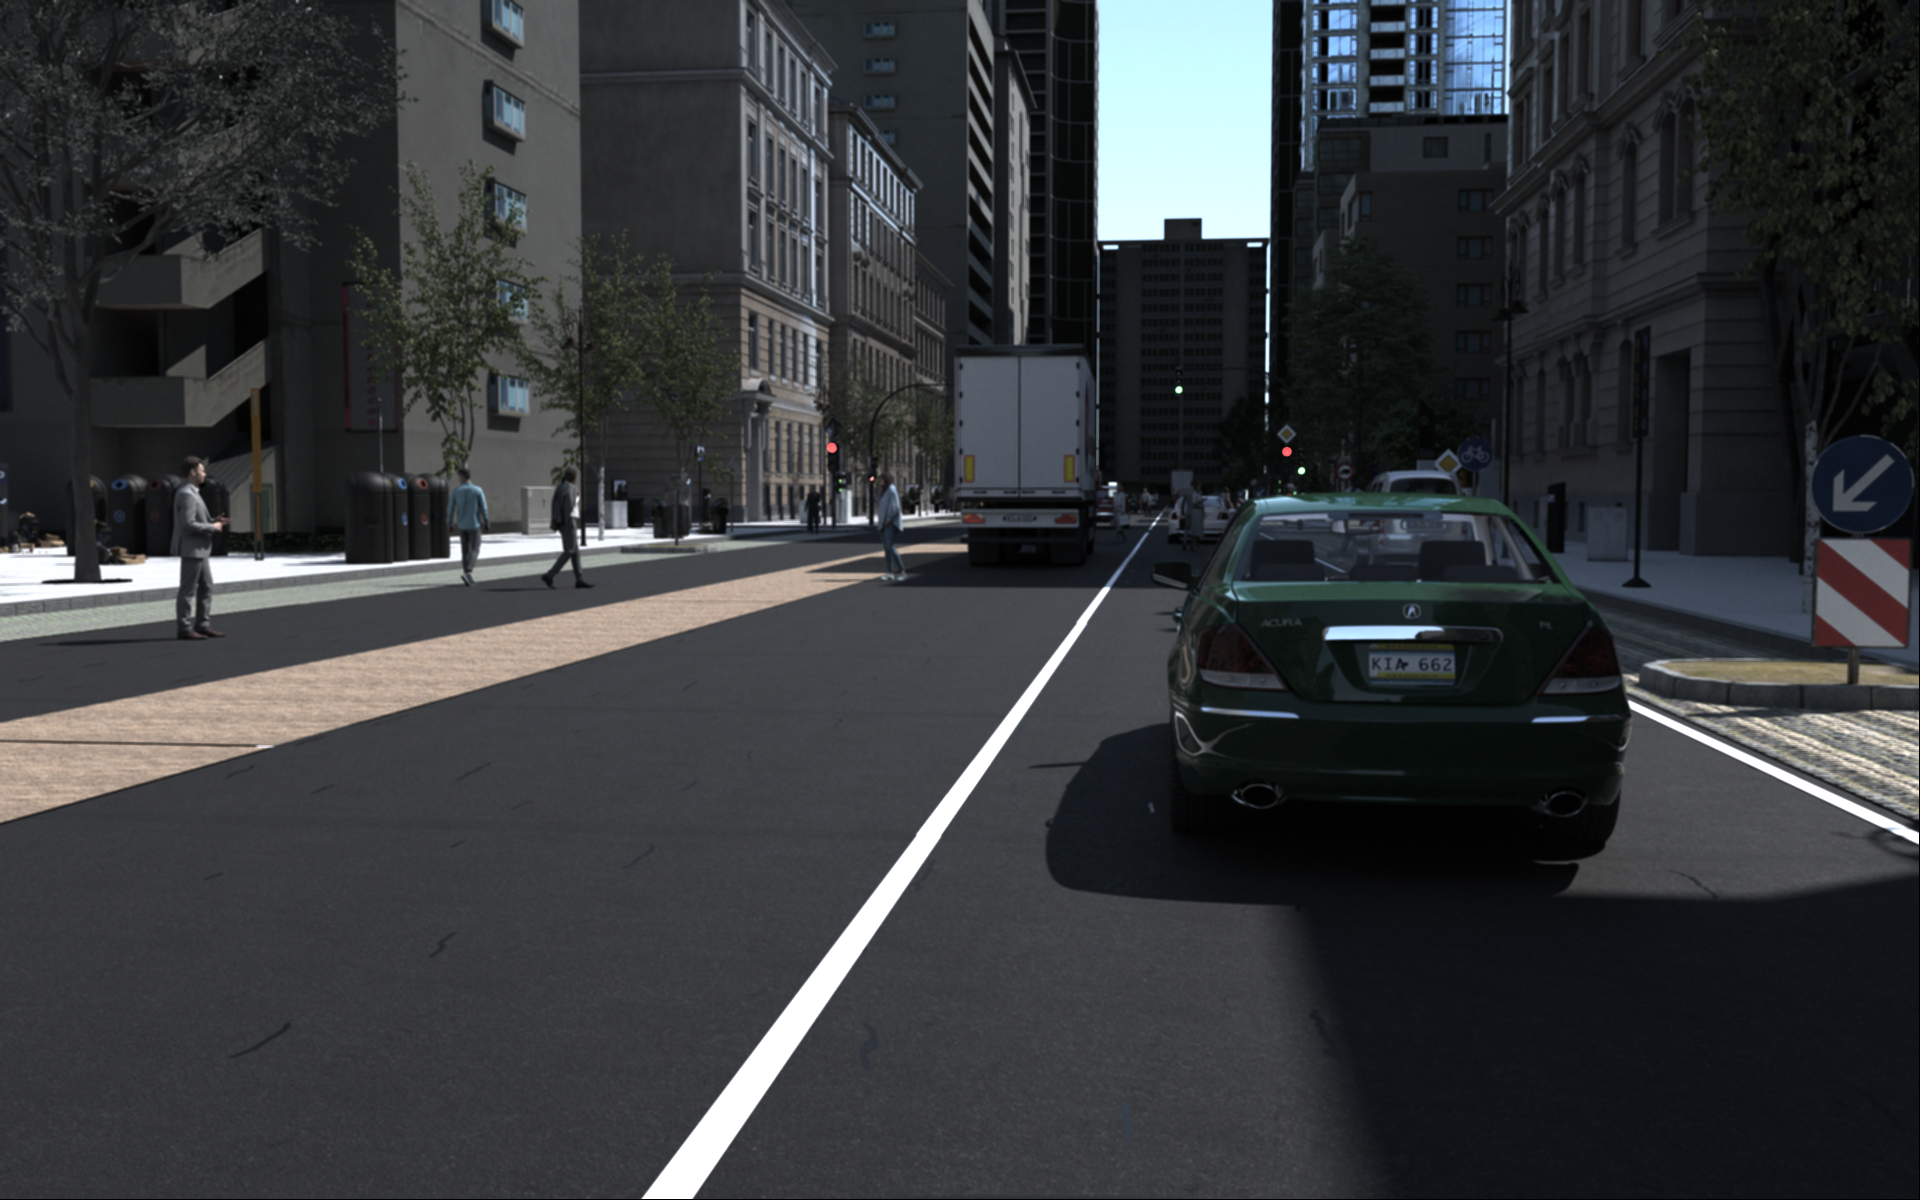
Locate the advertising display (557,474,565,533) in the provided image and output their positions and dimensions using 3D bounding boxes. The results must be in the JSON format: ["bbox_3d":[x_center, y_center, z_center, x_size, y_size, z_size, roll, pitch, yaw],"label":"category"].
[{"bbox_3d":[-13.060,-3.153,56.763,0.123,1.923,0.974,-1,4,-21],"label":"advertising display"}]

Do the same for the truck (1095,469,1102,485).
[{"bbox_3d":[14.617,-12.611,195.100,2.839,4.237,11.283,0,4,6],"label":"truck"}]

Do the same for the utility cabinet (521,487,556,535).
[{"bbox_3d":[-13.211,-2.795,54.371,0.318,1.500,1.173,2,4,34],"label":"utility cabinet"}]

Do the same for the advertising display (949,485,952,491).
[{"bbox_3d":[-0.623,-7.138,121.917,0.123,1.923,0.974,1,4,9],"label":"advertising display"}]

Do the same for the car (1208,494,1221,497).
[{"bbox_3d":[27.592,-10.937,187.610,1.959,1.807,4.718,1,4,8],"label":"car"}]

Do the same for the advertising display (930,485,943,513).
[{"bbox_3d":[-1.603,-6.951,118.868,0.974,1.923,0.123,-2,4,-33],"label":"advertising display"}]

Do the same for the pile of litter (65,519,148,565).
[{"bbox_3d":[-15.616,-1.100,31.951,1.176,0.858,1.719,-1,4,-15],"label":"pile of litter"}]

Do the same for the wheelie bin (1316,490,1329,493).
[{"bbox_3d":[19.170,-5.135,91.861,0.980,1.594,0.693,0,4,-5],"label":"wheelie bin"}]

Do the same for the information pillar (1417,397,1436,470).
[{"bbox_3d":[11.320,-3.106,42.131,0.504,3.616,0.183,-1,4,-21],"label":"information pillar"}]

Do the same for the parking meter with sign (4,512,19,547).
[{"bbox_3d":[-23.703,-2.821,42.392,1.738,3.016,0.543,2,4,31],"label":"parking meter with sign"}]

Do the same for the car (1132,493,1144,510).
[{"bbox_3d":[16.079,-9.239,160.091,2.155,1.783,4.494,0,4,7],"label":"car"}]

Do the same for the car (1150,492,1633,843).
[{"bbox_3d":[1.996,0.193,8.638,2.131,1.459,4.920,1,4,8],"label":"car"}]

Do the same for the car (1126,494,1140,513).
[{"bbox_3d":[12.903,-7.509,134.564,2.131,1.459,4.920,0,4,6],"label":"car"}]

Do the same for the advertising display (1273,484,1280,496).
[{"bbox_3d":[20.344,-6.404,109.924,0.974,1.923,0.123,-1,4,-17],"label":"advertising display"}]

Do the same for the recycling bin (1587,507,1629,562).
[{"bbox_3d":[12.415,-1.263,33.204,0.722,1.027,0.722,1,4,20],"label":"recycling bin"}]

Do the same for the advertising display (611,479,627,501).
[{"bbox_3d":[-14.834,-4.294,75.416,0.123,1.923,0.974,2,4,25],"label":"advertising display"}]

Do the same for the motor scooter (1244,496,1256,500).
[{"bbox_3d":[18.788,-6.062,111.889,0.815,1.314,1.986,0,4,7],"label":"motor scooter"}]

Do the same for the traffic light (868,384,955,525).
[{"bbox_3d":[-1.573,-5.930,71.617,4.771,5.953,1.251,0,4,7],"label":"traffic light"}]

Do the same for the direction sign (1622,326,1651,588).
[{"bbox_3d":[9.342,-1.946,23.810,0.379,3.537,0.876,1,4,10],"label":"direction sign"}]

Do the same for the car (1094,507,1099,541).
[{"bbox_3d":[2.976,-2.372,50.579,2.131,1.459,4.920,0,4,7],"label":"car"}]

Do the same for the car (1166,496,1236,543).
[{"bbox_3d":[7.169,-2.403,51.651,2.083,1.381,4.827,1,4,9],"label":"car"}]

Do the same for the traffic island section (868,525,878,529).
[{"bbox_3d":[-3.699,-3.040,71.980,2.009,0.180,2.903,0,4,7],"label":"traffic island section"}]

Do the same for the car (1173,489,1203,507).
[{"bbox_3d":[17.585,-7.648,133.711,2.281,1.827,5.304,1,4,8],"label":"car"}]

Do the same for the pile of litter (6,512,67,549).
[{"bbox_3d":[-22.027,-1.680,41.426,1.176,0.858,1.719,2,4,28],"label":"pile of litter"}]

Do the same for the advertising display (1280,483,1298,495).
[{"bbox_3d":[19.745,-6.010,103.477,0.974,1.923,0.123,0,4,-8],"label":"advertising display"}]

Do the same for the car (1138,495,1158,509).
[{"bbox_3d":[18.722,-9.819,172.901,2.083,1.381,4.827,0,4,8],"label":"car"}]

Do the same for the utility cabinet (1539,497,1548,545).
[{"bbox_3d":[14.785,-1.975,43.455,0.306,1.237,1.020,0,4,6],"label":"utility cabinet"}]

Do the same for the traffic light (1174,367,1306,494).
[{"bbox_3d":[10.050,-5.339,61.967,4.771,5.953,1.251,0,4,7],"label":"traffic light"}]

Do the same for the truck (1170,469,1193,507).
[{"bbox_3d":[25.462,-12.827,198.641,2.839,4.237,11.283,0,4,7],"label":"truck"}]

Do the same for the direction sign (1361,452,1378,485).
[{"bbox_3d":[21.962,-6.176,92.967,0.876,3.537,0.379,0,4,-6],"label":"direction sign"}]

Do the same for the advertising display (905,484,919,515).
[{"bbox_3d":[-2.987,-6.326,108.641,0.974,1.923,0.123,1,4,13],"label":"advertising display"}]

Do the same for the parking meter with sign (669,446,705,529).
[{"bbox_3d":[-10.172,-4.087,63.086,1.738,3.016,0.543,2,4,24],"label":"parking meter with sign"}]

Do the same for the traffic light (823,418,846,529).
[{"bbox_3d":[-4.647,-4.587,63.916,0.839,4.253,0.868,0,4,7],"label":"traffic light"}]

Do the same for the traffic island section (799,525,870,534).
[{"bbox_3d":[-4.686,-2.555,64.056,2.009,0.180,2.903,0,4,7],"label":"traffic island section"}]

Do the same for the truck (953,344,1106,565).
[{"bbox_3d":[1.693,-3.009,38.112,2.839,4.237,11.283,0,4,6],"label":"truck"}]

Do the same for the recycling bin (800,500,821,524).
[{"bbox_3d":[-6.503,-3.843,75.384,0.722,1.027,0.722,1,4,21],"label":"recycling bin"}]

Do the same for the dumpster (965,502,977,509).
[{"bbox_3d":[0.537,-7.357,122.779,1.502,2.255,1.985,0,4,7],"label":"dumpster"}]

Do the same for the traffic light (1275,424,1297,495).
[{"bbox_3d":[13.124,-4.945,69.774,0.839,4.253,0.868,0,4,7],"label":"traffic light"}]

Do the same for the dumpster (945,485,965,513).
[{"bbox_3d":[-0.331,-6.764,116.355,1.264,1.857,1.865,0,4,7],"label":"dumpster"}]

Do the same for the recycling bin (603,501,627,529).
[{"bbox_3d":[-12.648,-3.099,63.223,0.722,1.027,0.722,3,4,38],"label":"recycling bin"}]

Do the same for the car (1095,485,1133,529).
[{"bbox_3d":[6.211,-3.974,73.648,2.281,1.827,5.304,0,4,5],"label":"car"}]
